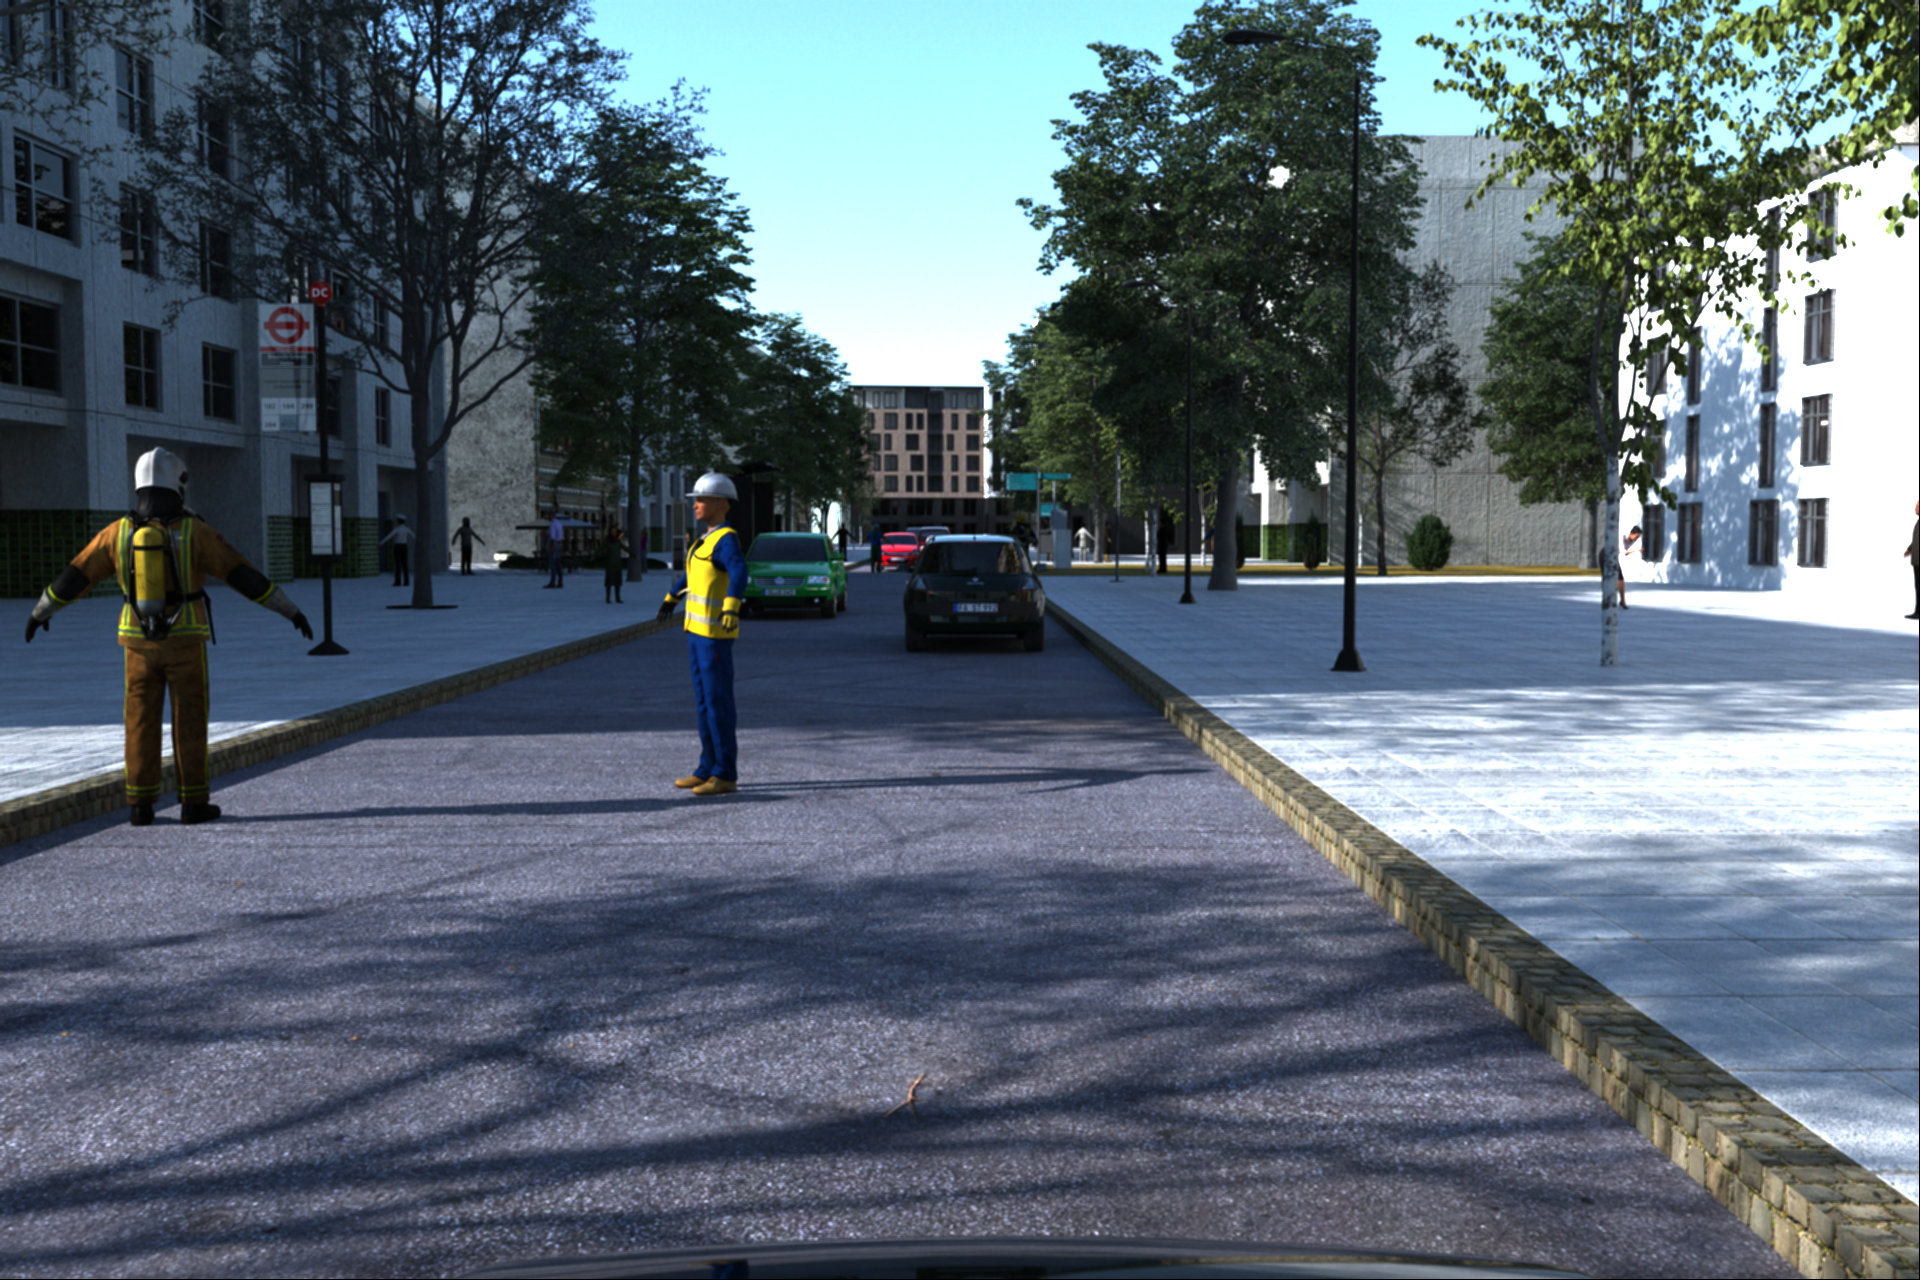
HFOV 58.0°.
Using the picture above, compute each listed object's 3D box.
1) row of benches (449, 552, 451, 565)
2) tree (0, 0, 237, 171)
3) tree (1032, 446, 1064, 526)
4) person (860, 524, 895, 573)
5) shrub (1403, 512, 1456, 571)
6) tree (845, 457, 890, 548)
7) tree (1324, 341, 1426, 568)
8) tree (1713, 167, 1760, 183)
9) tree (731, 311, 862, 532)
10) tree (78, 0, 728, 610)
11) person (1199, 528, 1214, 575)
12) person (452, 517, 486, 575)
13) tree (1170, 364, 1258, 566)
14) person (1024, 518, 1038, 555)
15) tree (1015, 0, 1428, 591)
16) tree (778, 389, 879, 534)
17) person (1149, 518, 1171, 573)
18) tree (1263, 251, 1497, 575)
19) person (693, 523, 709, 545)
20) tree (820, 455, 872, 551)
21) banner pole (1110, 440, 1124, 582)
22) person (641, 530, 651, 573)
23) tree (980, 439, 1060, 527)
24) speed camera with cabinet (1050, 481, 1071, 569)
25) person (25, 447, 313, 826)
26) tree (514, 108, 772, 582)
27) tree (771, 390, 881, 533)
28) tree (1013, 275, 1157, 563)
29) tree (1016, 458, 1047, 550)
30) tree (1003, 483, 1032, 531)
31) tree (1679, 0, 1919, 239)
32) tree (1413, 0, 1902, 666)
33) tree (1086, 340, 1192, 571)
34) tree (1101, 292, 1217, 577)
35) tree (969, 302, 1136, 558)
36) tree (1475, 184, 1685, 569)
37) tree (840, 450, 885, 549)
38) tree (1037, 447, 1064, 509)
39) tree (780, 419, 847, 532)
[{"bbox_3d":[-21.511,-3.308,69.554,1.422,0.672,4.104,0,4,5],"label":"row of benches"},{"bbox_3d":[-9.382,-6.193,11.623,12.009,13.543,11.850,0,3,0],"label":"tree"},{"bbox_3d":[6.220,-9.949,113.021,4.737,8.622,4.395,0,3,0],"label":"tree"},{"bbox_3d":[-3.068,-3.364,63.588,1.347,1.817,0.704,1,4,16],"label":"person"},{"bbox_3d":[16.147,-3.400,59.626,1.661,2.075,1.752,0,3,0],"label":"shrub"},{"bbox_3d":[-9.264,-12.730,158.495,4.360,8.622,3.978,0,3,0],"label":"tree"},{"bbox_3d":[14.944,-7.032,65.343,4.360,8.622,3.978,0,3,0],"label":"tree"},{"bbox_3d":[24.526,-8.320,54.166,7.486,12.596,7.792,0,3,0],"label":"tree"},{"bbox_3d":[-8.623,-10.426,88.587,7.486,12.596,7.792,0,3,0],"label":"tree"},{"bbox_3d":[-9.120,-7.285,29.482,12.009,13.543,11.850,0,3,0],"label":"tree"},{"bbox_3d":[8.005,-2.924,53.783,1.349,1.833,0.705,-2,4,-34],"label":"person"},{"bbox_3d":[-15.453,-2.946,54.298,0.705,1.813,1.348,2,4,31],"label":"person"},{"bbox_3d":[9.950,-7.243,68.784,4.737,8.622,4.395,0,3,0],"label":"tree"},{"bbox_3d":[2.304,-3.467,62.463,1.354,1.856,0.705,-2,4,-32],"label":"person"},{"bbox_3d":[6.045,-8.117,39.372,9.857,13.997,8.962,0,3,0],"label":"tree"},{"bbox_3d":[-9.450,-12.094,123.487,9.928,11.665,9.643,0,3,0],"label":"tree"},{"bbox_3d":[6.624,-3.101,56.886,0.705,1.806,1.347,2,4,35],"label":"person"},{"bbox_3d":[12.796,-7.288,53.565,7.601,10.594,8.767,0,4,2],"label":"tree"},{"bbox_3d":[-7.799,-2.918,54.438,1.216,1.740,0.721,-1,4,-21],"label":"person"},{"bbox_3d":[-9.374,-11.134,132.404,4.360,8.622,3.978,0,3,0],"label":"tree"},{"bbox_3d":[4.220,-3.435,46.185,0.401,3.779,0.863,0,4,0],"label":"banner pole"},{"bbox_3d":[-10.465,-2.917,56.960,0.991,1.433,0.599,3,5,41],"label":"person"},{"bbox_3d":[5.900,-13.466,154.576,8.767,10.594,7.601,0,4,-4],"label":"tree"},{"bbox_3d":[3.724,-4.245,63.743,0.660,3.252,2.038,0,4,-2],"label":"speed camera with cabinet"},{"bbox_3d":[-3.936,-0.022,8.593,1.354,1.858,0.705,-1,4,-10],"label":"person"},{"bbox_3d":[-8.596,-7.873,46.858,7.486,12.596,7.792,0,3,0],"label":"tree"},{"bbox_3d":[-9.134,-10.891,112.477,8.767,10.594,7.601,0,4,6],"label":"tree"},{"bbox_3d":[5.795,-9.697,76.669,7.486,12.596,7.792,0,3,0],"label":"tree"},{"bbox_3d":[6.225,-11.631,140.529,4.737,8.622,4.395,0,3,0],"label":"tree"},{"bbox_3d":[5.463,-12.059,147.531,4.360,8.622,3.978,0,3,0],"label":"tree"},{"bbox_3d":[5.846,-3.625,9.639,4.737,8.622,4.395,0,3,0],"label":"tree"},{"bbox_3d":[6.558,-4.049,16.560,4.737,8.622,4.395,0,3,0],"label":"tree"},{"bbox_3d":[6.456,-6.682,59.611,4.737,8.622,4.395,0,3,0],"label":"tree"},{"bbox_3d":[5.994,-6.198,51.693,4.737,8.622,4.395,0,3,0],"label":"tree"},{"bbox_3d":[5.685,-11.368,92.528,9.857,13.997,8.962,0,3,0],"label":"tree"},{"bbox_3d":[23.368,-9.633,64.158,9.857,13.997,8.962,0,3,0],"label":"tree"},{"bbox_3d":[-9.264,-12.079,147.849,4.360,8.622,3.978,0,3,0],"label":"tree"},{"bbox_3d":[6.095,-10.404,120.474,4.737,8.622,4.395,0,3,0],"label":"tree"},{"bbox_3d":[-9.064,-9.497,105.633,4.737,8.622,4.395,0,3,0],"label":"tree"}]
